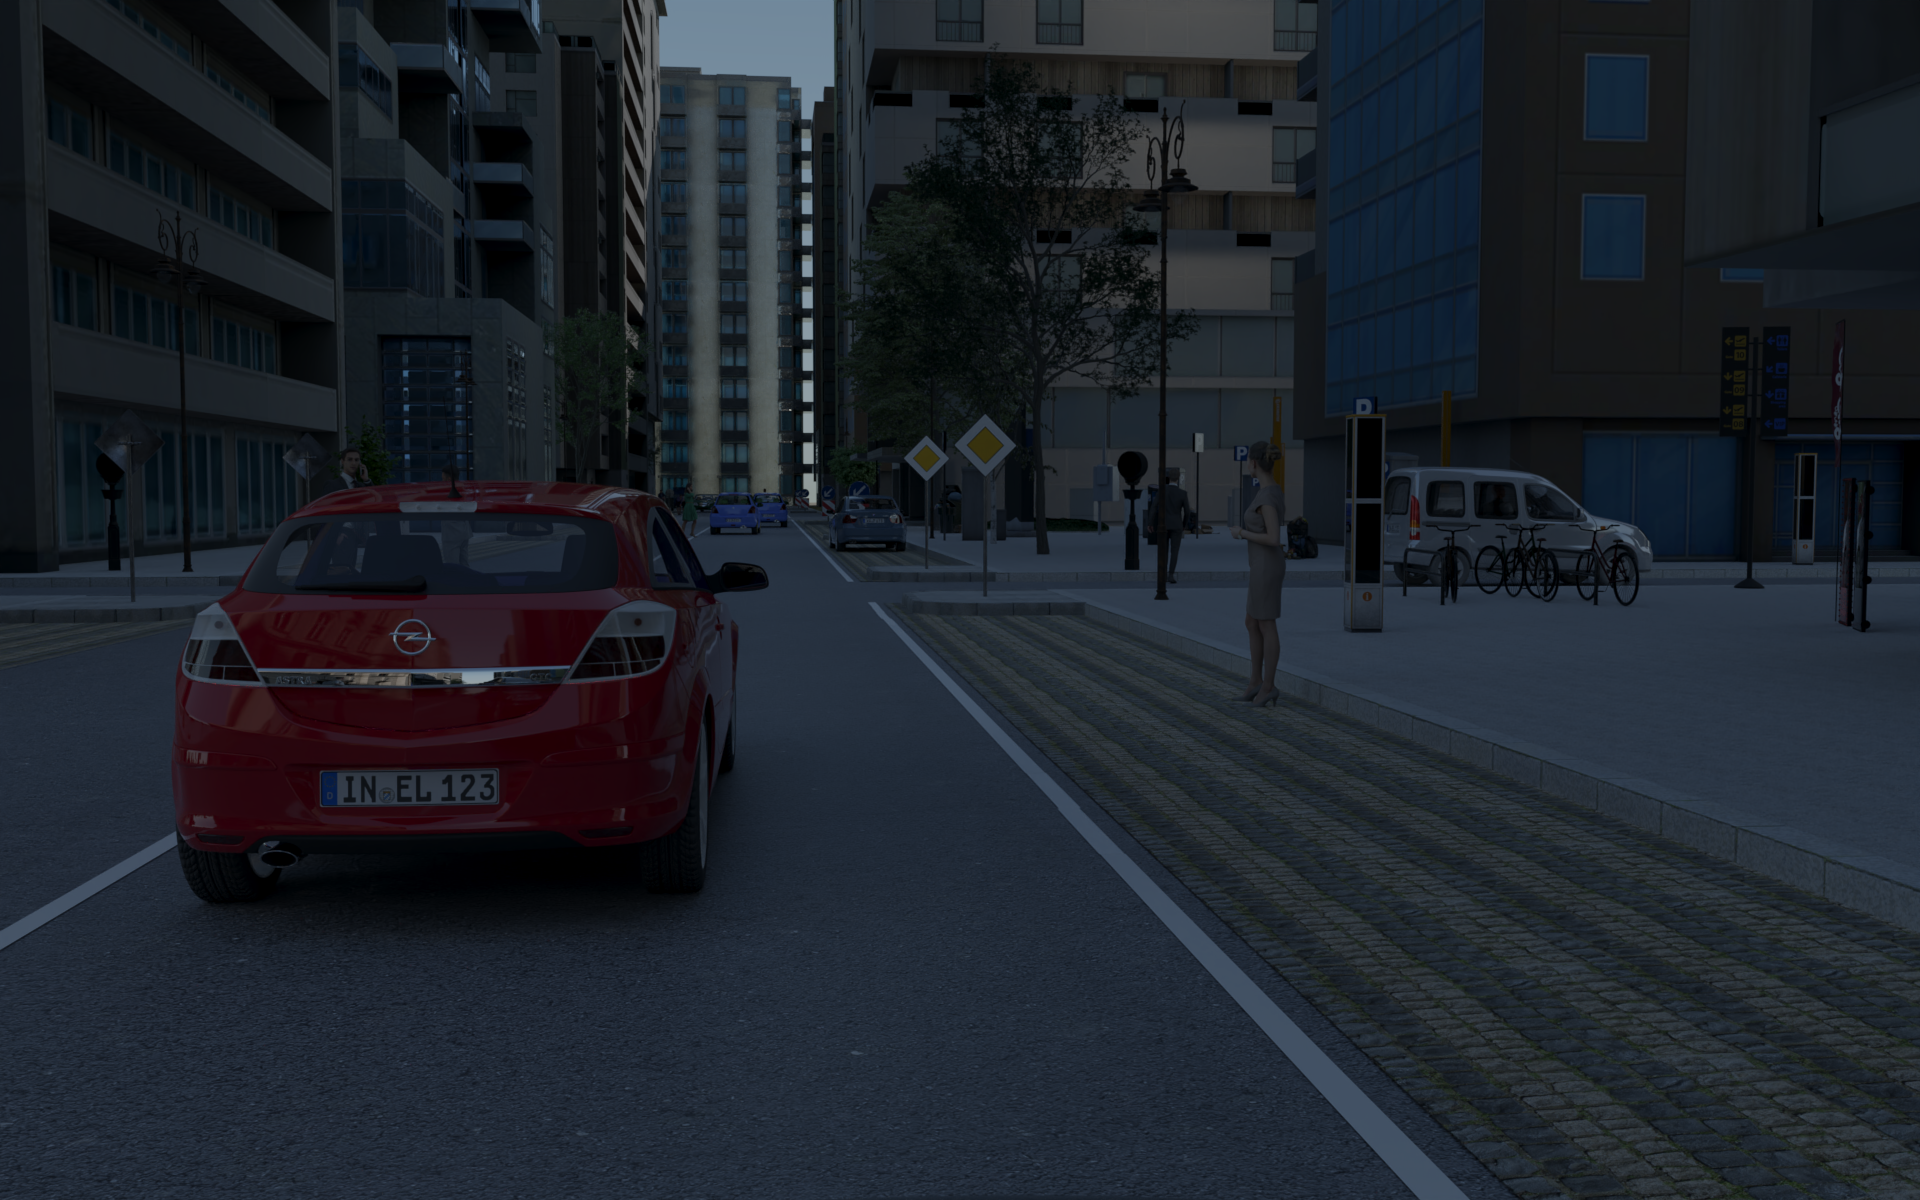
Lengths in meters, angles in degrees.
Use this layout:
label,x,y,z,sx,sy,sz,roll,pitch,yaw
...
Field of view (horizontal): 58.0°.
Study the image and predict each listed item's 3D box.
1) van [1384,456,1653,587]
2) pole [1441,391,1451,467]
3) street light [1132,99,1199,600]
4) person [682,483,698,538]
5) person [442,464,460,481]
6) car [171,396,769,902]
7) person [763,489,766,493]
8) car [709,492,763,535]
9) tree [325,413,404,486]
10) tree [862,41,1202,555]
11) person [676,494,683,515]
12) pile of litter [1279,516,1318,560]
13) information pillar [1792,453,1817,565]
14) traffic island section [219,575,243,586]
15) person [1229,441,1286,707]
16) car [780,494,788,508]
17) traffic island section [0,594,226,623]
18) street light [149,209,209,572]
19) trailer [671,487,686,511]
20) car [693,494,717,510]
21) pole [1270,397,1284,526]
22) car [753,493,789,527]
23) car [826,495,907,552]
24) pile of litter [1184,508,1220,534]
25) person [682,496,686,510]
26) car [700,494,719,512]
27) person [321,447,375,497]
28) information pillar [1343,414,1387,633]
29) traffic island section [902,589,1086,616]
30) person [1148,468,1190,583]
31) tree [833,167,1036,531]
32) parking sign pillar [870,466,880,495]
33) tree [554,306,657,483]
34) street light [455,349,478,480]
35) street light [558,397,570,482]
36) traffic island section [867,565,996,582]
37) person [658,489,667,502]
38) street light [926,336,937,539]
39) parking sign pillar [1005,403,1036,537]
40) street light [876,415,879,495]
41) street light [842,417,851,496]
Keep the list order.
label,x,y,z,sx,sy,sz,roll,pitch,yaw
van,8.631,-1.219,26.945,4.112,2.044,2.013,0,4,-6
pole,9.591,-2.470,34.232,0.158,3.312,0.155,0,3,0
street light,2.447,-2.940,20.860,0.468,5.910,1.993,0,4,-6
person,-8.836,-2.920,56.489,0.529,1.795,0.600,1,4,9
person,-6.346,-0.789,21.574,0.466,1.800,0.511,0,4,6
car,-1.933,0.087,7.625,2.155,1.783,4.494,0,4,-5
person,-13.723,-6.918,121.629,0.705,1.821,1.348,-1,4,-23
car,-8.060,-3.222,62.277,1.945,1.707,3.694,0,4,-5
tree,-14.264,-2.878,41.655,1.663,3.219,1.824,0,3,0
tree,1.427,-6.246,36.531,7.601,10.594,8.767,0,4,-8
person,-19.061,-6.484,117.752,0.421,1.427,0.697,-2,4,-31
pile of litter,6.456,-1.249,34.380,1.719,0.858,1.176,-3,4,-38
information pillar,15.250,-1.639,31.284,0.304,2.012,0.304,1,4,12
traffic island section,-10.729,-0.381,28.513,2.009,0.180,2.903,0,4,-6
person,1.990,-0.168,11.590,0.374,1.781,0.599,1,4,11
car,-9.814,-4.904,88.969,1.959,1.807,4.718,0,4,-7
traffic island section,-9.845,0.104,20.577,2.009,0.180,2.903,0,4,-6
street light,-12.743,-3.401,28.401,0.468,5.910,1.993,0,4,-6
trailer,-23.328,-8.376,143.999,1.471,1.999,3.904,0,4,-7
car,-20.047,-7.571,135.582,2.131,1.459,4.920,0,4,-7
pole,6.647,-2.602,36.383,0.158,3.312,0.155,0,3,0
car,-8.414,-4.034,75.552,1.945,1.707,3.694,0,4,-8
car,-2.382,-1.967,44.159,2.014,1.417,4.499,0,4,-8
pile of litter,7.601,-2.546,55.587,1.719,0.858,1.176,-1,4,-16
person,-19.044,-6.608,119.725,0.799,1.438,0.628,3,5,42
car,-20.318,-7.944,141.680,2.131,1.459,4.920,0,4,-7
person,-6.117,-0.584,17.411,0.474,1.900,0.648,1,4,9
information pillar,3.759,-0.710,16.099,0.304,2.012,0.304,0,4,-1
traffic island section,0.335,0.035,21.702,2.009,0.180,2.903,0,4,-6
person,3.395,-1.204,27.958,0.659,1.850,0.755,1,4,13
tree,-1.125,-8.727,60.811,7.486,12.596,7.792,0,3,0
parking sign pillar,-5.103,-7.035,103.497,1.447,3.967,1.447,-1,4,-10
tree,-20.773,-10.342,94.849,9.928,11.665,9.643,0,3,0
street light,-15.740,-5.049,55.343,0.468,5.910,1.993,0,4,-6
street light,-18.765,-6.697,82.283,0.468,5.910,1.993,0,4,-6
traffic island section,-0.550,-0.450,29.638,2.009,0.180,2.903,0,4,-6
person,-21.419,-7.093,124.913,0.683,1.767,0.568,-3,4,-36
street light,-0.808,-4.707,49.745,0.468,5.910,1.993,0,4,-6
parking sign pillar,1.771,-3.871,51.769,1.447,3.967,1.447,-1,4,-21
street light,-3.708,-6.383,77.155,0.468,5.910,1.993,0,4,-6
street light,-6.804,-8.031,104.087,0.468,5.910,1.993,0,4,-6
